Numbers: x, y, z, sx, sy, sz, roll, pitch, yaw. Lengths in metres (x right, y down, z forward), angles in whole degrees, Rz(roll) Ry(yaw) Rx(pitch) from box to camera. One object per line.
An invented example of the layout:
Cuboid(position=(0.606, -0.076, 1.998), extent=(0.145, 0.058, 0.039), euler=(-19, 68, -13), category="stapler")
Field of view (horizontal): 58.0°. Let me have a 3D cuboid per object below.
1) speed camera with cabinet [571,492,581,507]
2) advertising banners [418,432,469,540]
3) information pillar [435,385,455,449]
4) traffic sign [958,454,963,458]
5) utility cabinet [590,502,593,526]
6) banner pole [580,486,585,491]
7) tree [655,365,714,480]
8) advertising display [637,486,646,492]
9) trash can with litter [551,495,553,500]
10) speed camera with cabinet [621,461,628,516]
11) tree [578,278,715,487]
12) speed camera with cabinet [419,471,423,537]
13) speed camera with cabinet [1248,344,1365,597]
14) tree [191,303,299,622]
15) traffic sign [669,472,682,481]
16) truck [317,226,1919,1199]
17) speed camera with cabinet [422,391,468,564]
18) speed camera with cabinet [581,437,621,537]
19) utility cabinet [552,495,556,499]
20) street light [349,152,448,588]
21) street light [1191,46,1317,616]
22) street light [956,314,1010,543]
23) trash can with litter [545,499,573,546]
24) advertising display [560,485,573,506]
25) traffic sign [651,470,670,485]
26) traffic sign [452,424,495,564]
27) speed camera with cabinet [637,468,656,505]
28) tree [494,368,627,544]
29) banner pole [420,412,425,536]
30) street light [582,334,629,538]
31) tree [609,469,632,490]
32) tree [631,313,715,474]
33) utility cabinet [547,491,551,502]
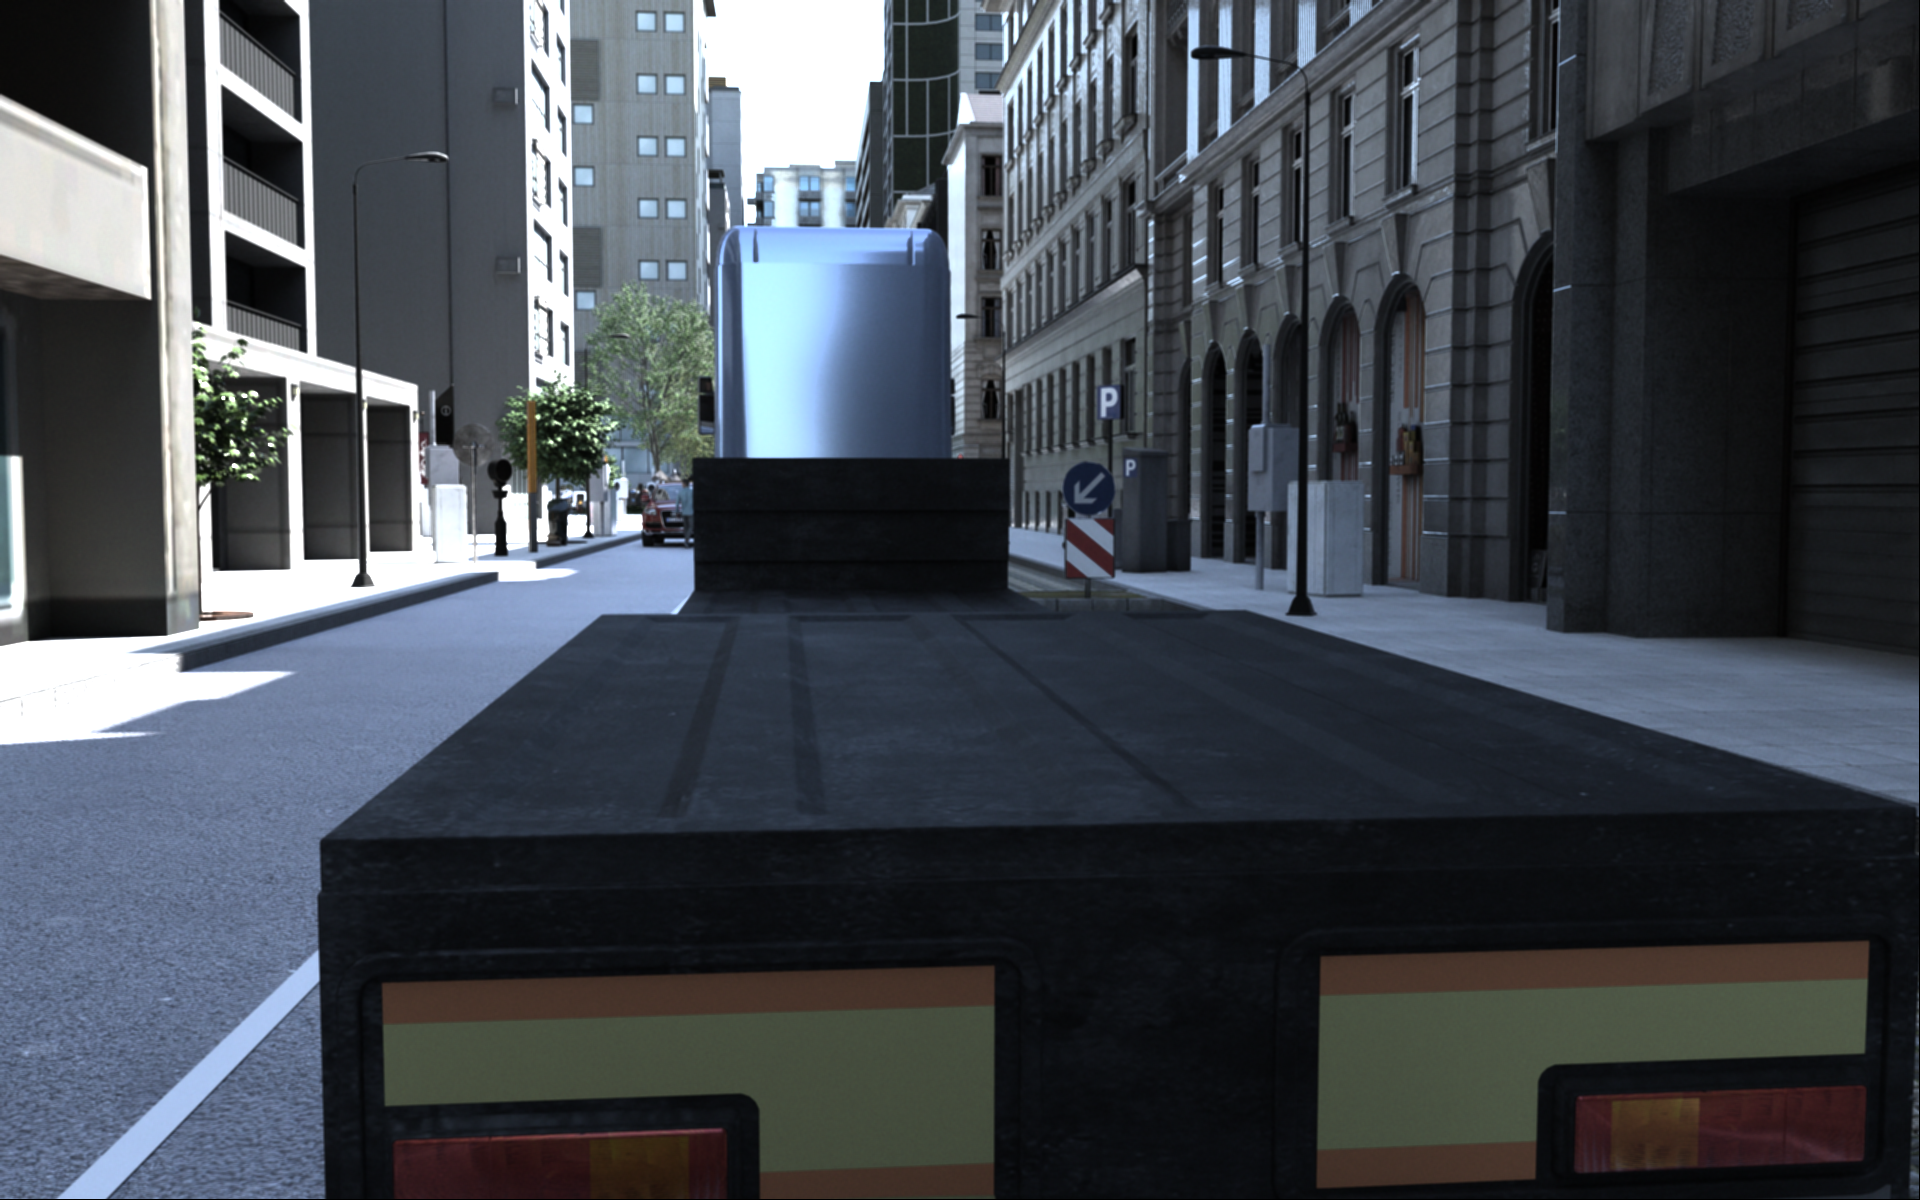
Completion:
Cuboid(position=(-27.493, -8.120, 127.091), extent=(2.038, 3.252, 0.660), euler=(-3, 5, -41), category="speed camera with cabinet")
Cuboid(position=(-14.484, -3.194, 48.413), extent=(2.074, 3.025, 0.090), euler=(2, 4, 34), category="advertising banners")
Cuboid(position=(-11.080, -2.806, 37.225), extent=(0.504, 3.616, 0.183), euler=(0, 4, 5), category="information pillar")
Cuboid(position=(0.013, -3.427, 56.029), extent=(0.884, 2.594, 0.081), euler=(0, 4, -2), category="traffic sign")
Cuboid(position=(-14.696, -3.587, 69.813), extent=(0.306, 1.237, 1.020), euler=(-2, 4, -25), category="utility cabinet")
Cuboid(position=(-30.463, -9.179, 140.090), extent=(0.401, 3.779, 0.863), euler=(2, 4, 28), category="banner pole")
Cuboid(position=(-15.588, -9.104, 99.215), extent=(4.737, 8.622, 4.395), euler=(0, 3, 0), category="tree")
Cuboid(position=(-26.000, -8.319, 141.226), extent=(0.974, 1.923, 0.123), euler=(3, 5, 42), category="advertising display")
Cuboid(position=(-30.662, -7.212, 128.972), extent=(2.233, 1.210, 1.678), euler=(-1, 4, -23), category="trash can with litter")
Cuboid(position=(-20.450, -6.612, 102.436), extent=(2.038, 3.252, 0.660), euler=(3, 5, 45), category="speed camera with cabinet")
Cuboid(position=(-14.971, -9.731, 84.851), extent=(9.928, 11.665, 9.643), euler=(0, 3, 0), category="tree")
Cuboid(position=(-15.665, -3.453, 50.797), extent=(0.660, 3.252, 2.038), euler=(2, 4, 28), category="speed camera with cabinet")
Cuboid(position=(4.456, -1.716, 22.386), extent=(0.660, 3.252, 2.038), euler=(-1, 4, -19), category="speed camera with cabinet")
Cuboid(position=(-7.773, -1.408, 17.627), extent=(1.663, 3.219, 1.824), euler=(0, 3, 0), category="tree")
Cuboid(position=(-12.985, -4.590, 78.695), extent=(0.795, 2.450, 0.064), euler=(0, 4, -5), category="traffic sign")
Cuboid(position=(-0.674, -1.347, 11.787), extent=(2.967, 4.110, 18.799), euler=(0, 4, -6), category="truck")
Cuboid(position=(-9.675, -2.342, 32.622), extent=(0.660, 3.252, 2.038), euler=(-1, 4, -21), category="speed camera with cabinet")
Cuboid(position=(-10.850, -3.548, 52.353), extent=(0.660, 3.252, 2.038), euler=(0, 4, -1), category="speed camera with cabinet")
Cuboid(position=(-29.018, -7.002, 125.643), extent=(1.020, 1.237, 0.306), euler=(0, 4, 7), category="utility cabinet")
Cuboid(position=(-7.662, -3.127, 23.668), extent=(1.470, 5.913, 1.316), euler=(0, 4, -5), category="street light")
Cuboid(position=(3.087, -2.791, 18.173), extent=(1.470, 5.913, 1.316), euler=(0, 4, -5), category="street light")
Cuboid(position=(0.596, -4.422, 44.840), extent=(1.470, 5.913, 1.316), euler=(0, 4, -5), category="street light")
Cuboid(position=(-9.927, -1.924, 42.838), extent=(0.624, 1.170, 1.055), euler=(0, 4, -6), category="trash can with litter")
Cuboid(position=(-28.197, -7.275, 124.165), extent=(0.974, 1.923, 0.123), euler=(1, 4, 14), category="advertising display")
Cuboid(position=(-12.233, -4.104, 70.746), extent=(0.795, 2.450, 0.064), euler=(0, 4, -5), category="traffic sign")
Cuboid(position=(-8.849, -1.922, 31.529), extent=(0.768, 2.556, 0.104), euler=(0, 4, -1), category="traffic sign")
Cuboid(position=(-24.176, -8.439, 132.315), extent=(2.038, 3.252, 0.660), euler=(0, 4, 5), category="speed camera with cabinet")
Cuboid(position=(-10.460, -3.774, 45.414), extent=(4.285, 4.588, 4.351), euler=(0, 3, 0), category="tree")
Cuboid(position=(-16.534, -3.829, 52.622), extent=(0.863, 3.779, 0.401), euler=(-2, 4, -35), category="banner pole")
Cuboid(position=(-10.287, -4.757, 50.322), extent=(1.470, 5.913, 1.316), euler=(0, 4, -5), category="street light")
Cuboid(position=(-26.521, -8.631, 135.719), extent=(1.663, 3.219, 1.824), euler=(0, 3, 0), category="tree")
Cuboid(position=(-16.713, -11.657, 108.723), extent=(7.486, 12.596, 7.792), euler=(0, 3, 0), category="tree")
Cuboid(position=(-30.616, -7.251, 127.233), extent=(1.173, 1.500, 0.318), euler=(1, 4, 10), category="utility cabinet")
